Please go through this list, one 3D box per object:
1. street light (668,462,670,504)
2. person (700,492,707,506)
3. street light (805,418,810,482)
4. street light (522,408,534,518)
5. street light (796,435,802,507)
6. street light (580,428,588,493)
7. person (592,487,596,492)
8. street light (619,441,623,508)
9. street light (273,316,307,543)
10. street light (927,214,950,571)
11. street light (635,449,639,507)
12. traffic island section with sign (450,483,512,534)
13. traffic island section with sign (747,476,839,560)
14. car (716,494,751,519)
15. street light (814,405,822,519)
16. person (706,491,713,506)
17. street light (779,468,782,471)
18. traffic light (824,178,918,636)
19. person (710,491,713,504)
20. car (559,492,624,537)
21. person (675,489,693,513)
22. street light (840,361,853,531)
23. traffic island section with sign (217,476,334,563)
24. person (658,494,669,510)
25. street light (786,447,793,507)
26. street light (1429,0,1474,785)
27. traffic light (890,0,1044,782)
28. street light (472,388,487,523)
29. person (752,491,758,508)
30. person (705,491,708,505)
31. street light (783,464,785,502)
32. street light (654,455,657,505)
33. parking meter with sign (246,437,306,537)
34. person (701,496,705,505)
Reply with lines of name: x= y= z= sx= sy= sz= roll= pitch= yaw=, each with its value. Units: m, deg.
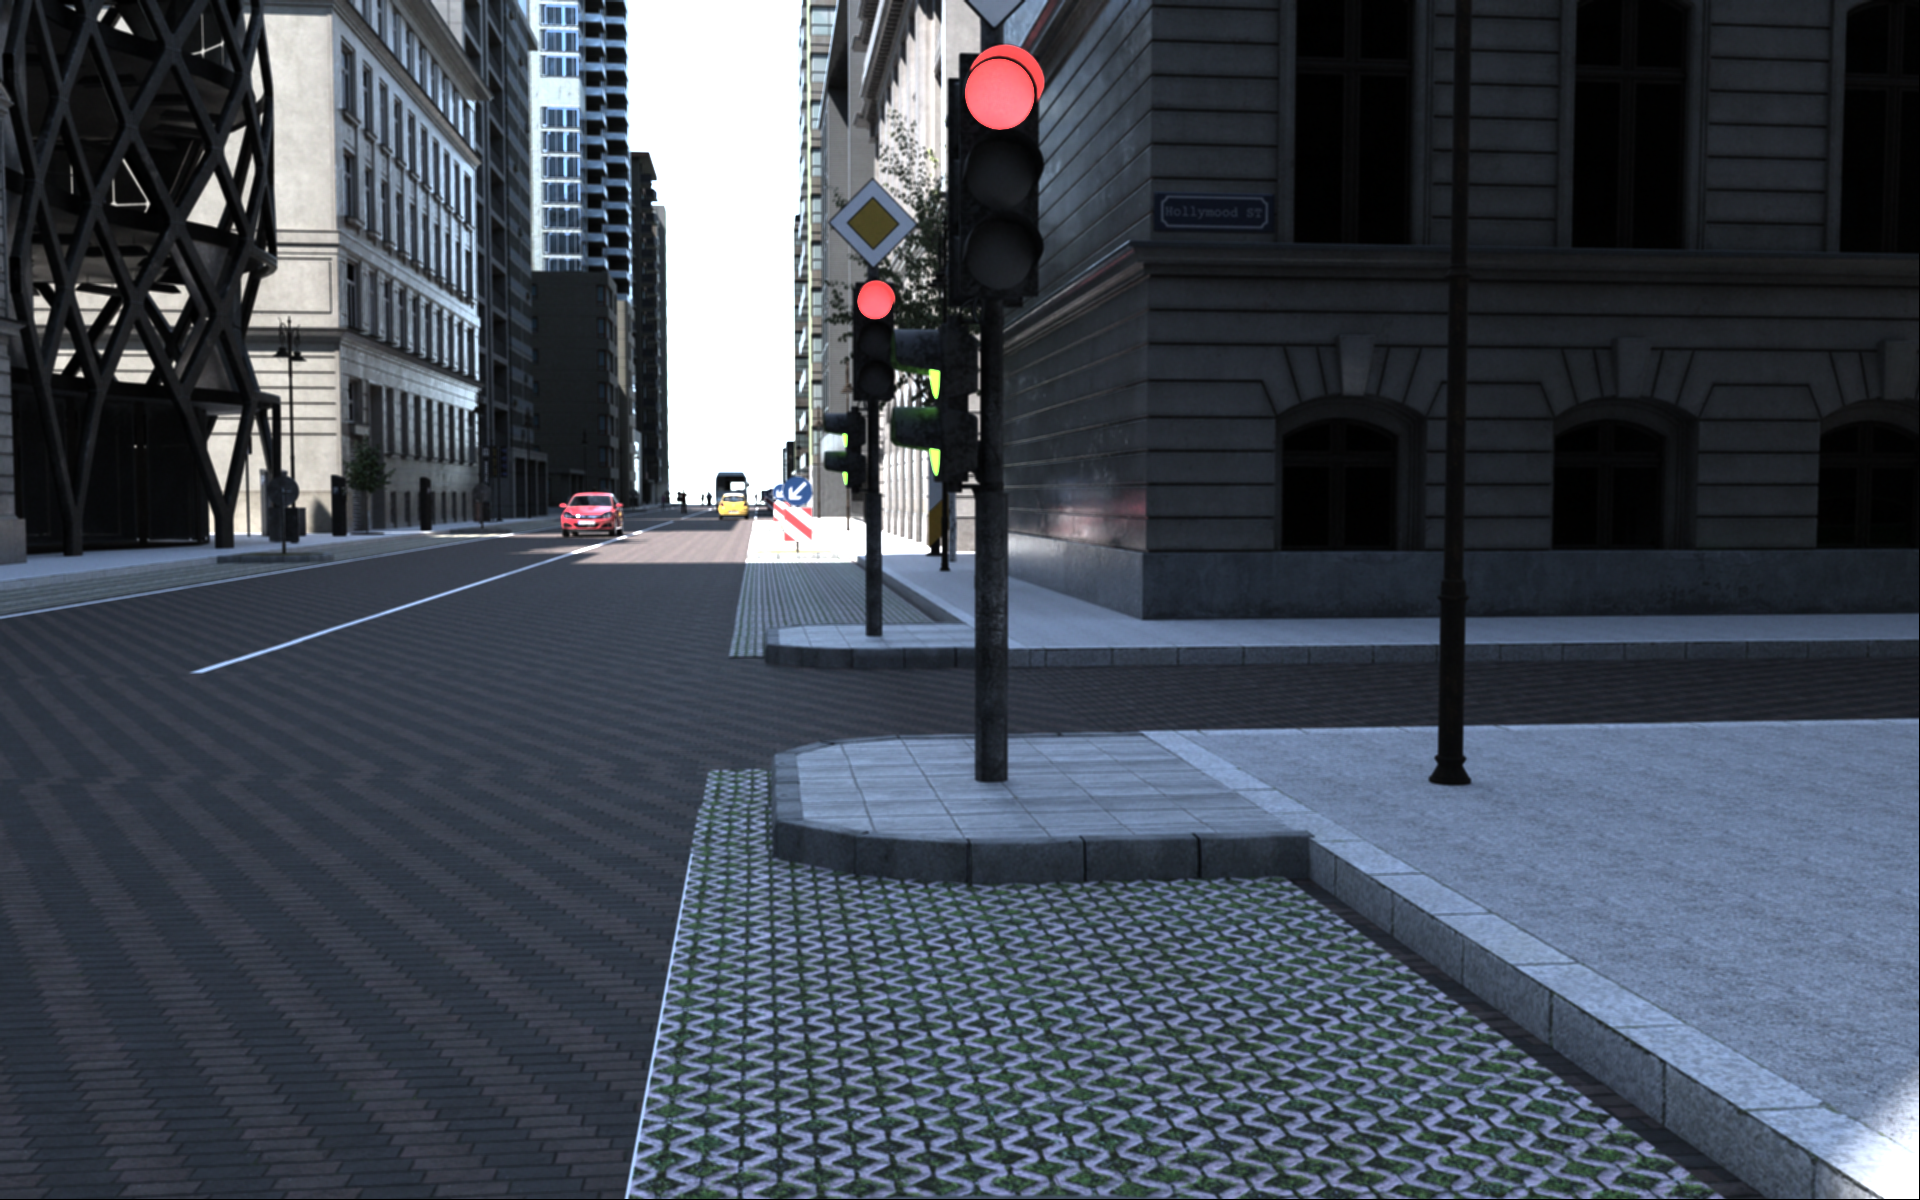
street light: x=-39.251 y=-15.966 z=233.838 sx=0.468 sy=5.910 sz=1.993 roll=0 pitch=4 yaw=-7
person: x=-30.167 y=-11.852 z=202.998 sx=1.217 sy=1.735 sz=0.721 roll=0 pitch=4 yaw=0
street light: x=-9.180 y=-8.108 z=105.347 sx=0.468 sy=5.910 sz=1.993 roll=0 pitch=4 yaw=-7
street light: x=-22.784 y=-7.261 z=91.497 sx=0.468 sy=5.910 sz=1.993 roll=0 pitch=4 yaw=-7
street light: x=-12.622 y=-9.960 z=135.639 sx=0.468 sy=5.910 sz=1.993 roll=0 pitch=4 yaw=-7
street light: x=-26.405 y=-9.127 z=122.013 sx=0.468 sy=5.910 sz=1.993 roll=0 pitch=4 yaw=-7
person: x=-19.649 y=-5.171 z=93.122 sx=0.705 sy=1.814 sz=1.350 roll=2 pitch=4 yaw=32
street light: x=-29.822 y=-10.980 z=152.309 sx=0.468 sy=5.910 sz=1.993 roll=0 pitch=4 yaw=-7
street light: x=-17.428 y=-4.427 z=45.170 sx=0.468 sy=5.910 sz=1.993 roll=0 pitch=4 yaw=-7
street light: x=-0.253 y=-3.426 z=28.808 sx=0.468 sy=5.910 sz=1.993 roll=0 pitch=4 yaw=-7
street light: x=-32.259 y=-12.257 z=173.186 sx=0.468 sy=5.910 sz=1.993 roll=0 pitch=4 yaw=-7
traffic island section with sign: x=-17.517 y=-3.352 z=63.439 sx=1.989 sy=1.847 sz=2.006 roll=0 pitch=4 yaw=-7
traffic island section with sign: x=-3.725 y=-1.822 z=38.422 sx=1.989 sy=1.847 sz=2.006 roll=0 pitch=4 yaw=-7
car: x=-13.005 y=-5.461 z=99.515 sx=2.015 sy=1.641 sz=3.980 roll=0 pitch=4 yaw=-8
street light: x=-7.341 y=-7.170 z=90.015 sx=0.468 sy=5.910 sz=1.993 roll=0 pitch=4 yaw=-7
person: x=-30.282 y=-12.274 z=209.169 sx=0.705 sy=1.826 sz=1.348 roll=2 pitch=4 yaw=30
street light: x=-22.153 y=-15.002 z=218.065 sx=0.468 sy=5.910 sz=1.993 roll=0 pitch=4 yaw=-7
traffic light: x=-0.798 y=-1.631 z=15.593 sx=0.839 sy=4.253 sz=0.868 roll=0 pitch=4 yaw=-7
person: x=-35.341 y=-14.576 z=246.685 sx=0.599 sy=1.838 sz=0.709 roll=0 pitch=4 yaw=-2
car: x=-12.608 y=-3.086 z=59.502 sx=2.155 sy=1.783 sz=4.494 roll=0 pitch=4 yaw=-6
person: x=-20.573 y=-7.380 z=129.096 sx=1.348 sy=1.831 sz=0.705 roll=0 pitch=4 yaw=3
street light: x=-3.867 y=-5.317 z=59.726 sx=0.468 sy=5.910 sz=1.993 roll=0 pitch=4 yaw=-7
traffic island section with sign: x=-14.409 y=-1.714 z=36.656 sx=1.989 sy=1.847 sz=2.006 roll=0 pitch=4 yaw=-7
person: x=-26.382 y=-8.705 z=154.058 sx=0.991 sy=1.433 sz=0.599 roll=-1 pitch=4 yaw=-15
street light: x=-16.214 y=-11.828 z=166.175 sx=0.468 sy=5.910 sz=1.993 roll=0 pitch=4 yaw=-7
street light: x=2.182 y=-2.125 z=7.533 sx=0.468 sy=5.910 sz=1.993 roll=0 pitch=4 yaw=-7
traffic light: x=0.122 y=-1.146 z=7.661 sx=0.839 sy=4.253 sz=0.868 roll=0 pitch=4 yaw=-7
street light: x=-20.925 y=-6.283 z=75.511 sx=0.468 sy=5.910 sz=1.993 roll=0 pitch=4 yaw=-7
person: x=-21.493 y=-10.566 z=181.705 sx=0.568 sy=1.767 sz=0.683 roll=0 pitch=4 yaw=1
person: x=-31.853 y=-12.835 z=218.495 sx=0.705 sy=1.807 sz=1.348 roll=-2 pitch=4 yaw=-26
street light: x=-18.602 y=-13.089 z=186.790 sx=0.468 sy=5.910 sz=1.993 roll=0 pitch=4 yaw=-7
street light: x=-35.740 y=-14.114 z=203.553 sx=0.468 sy=5.910 sz=1.993 roll=0 pitch=4 yaw=-7
parking meter with sign: x=-20.821 y=-3.447 z=52.618 sx=1.738 sy=3.016 sz=0.543 roll=-3 pitch=5 yaw=-45
person: x=-32.232 y=-12.553 z=216.978 sx=0.421 sy=1.427 sz=0.697 roll=2 pitch=4 yaw=25
